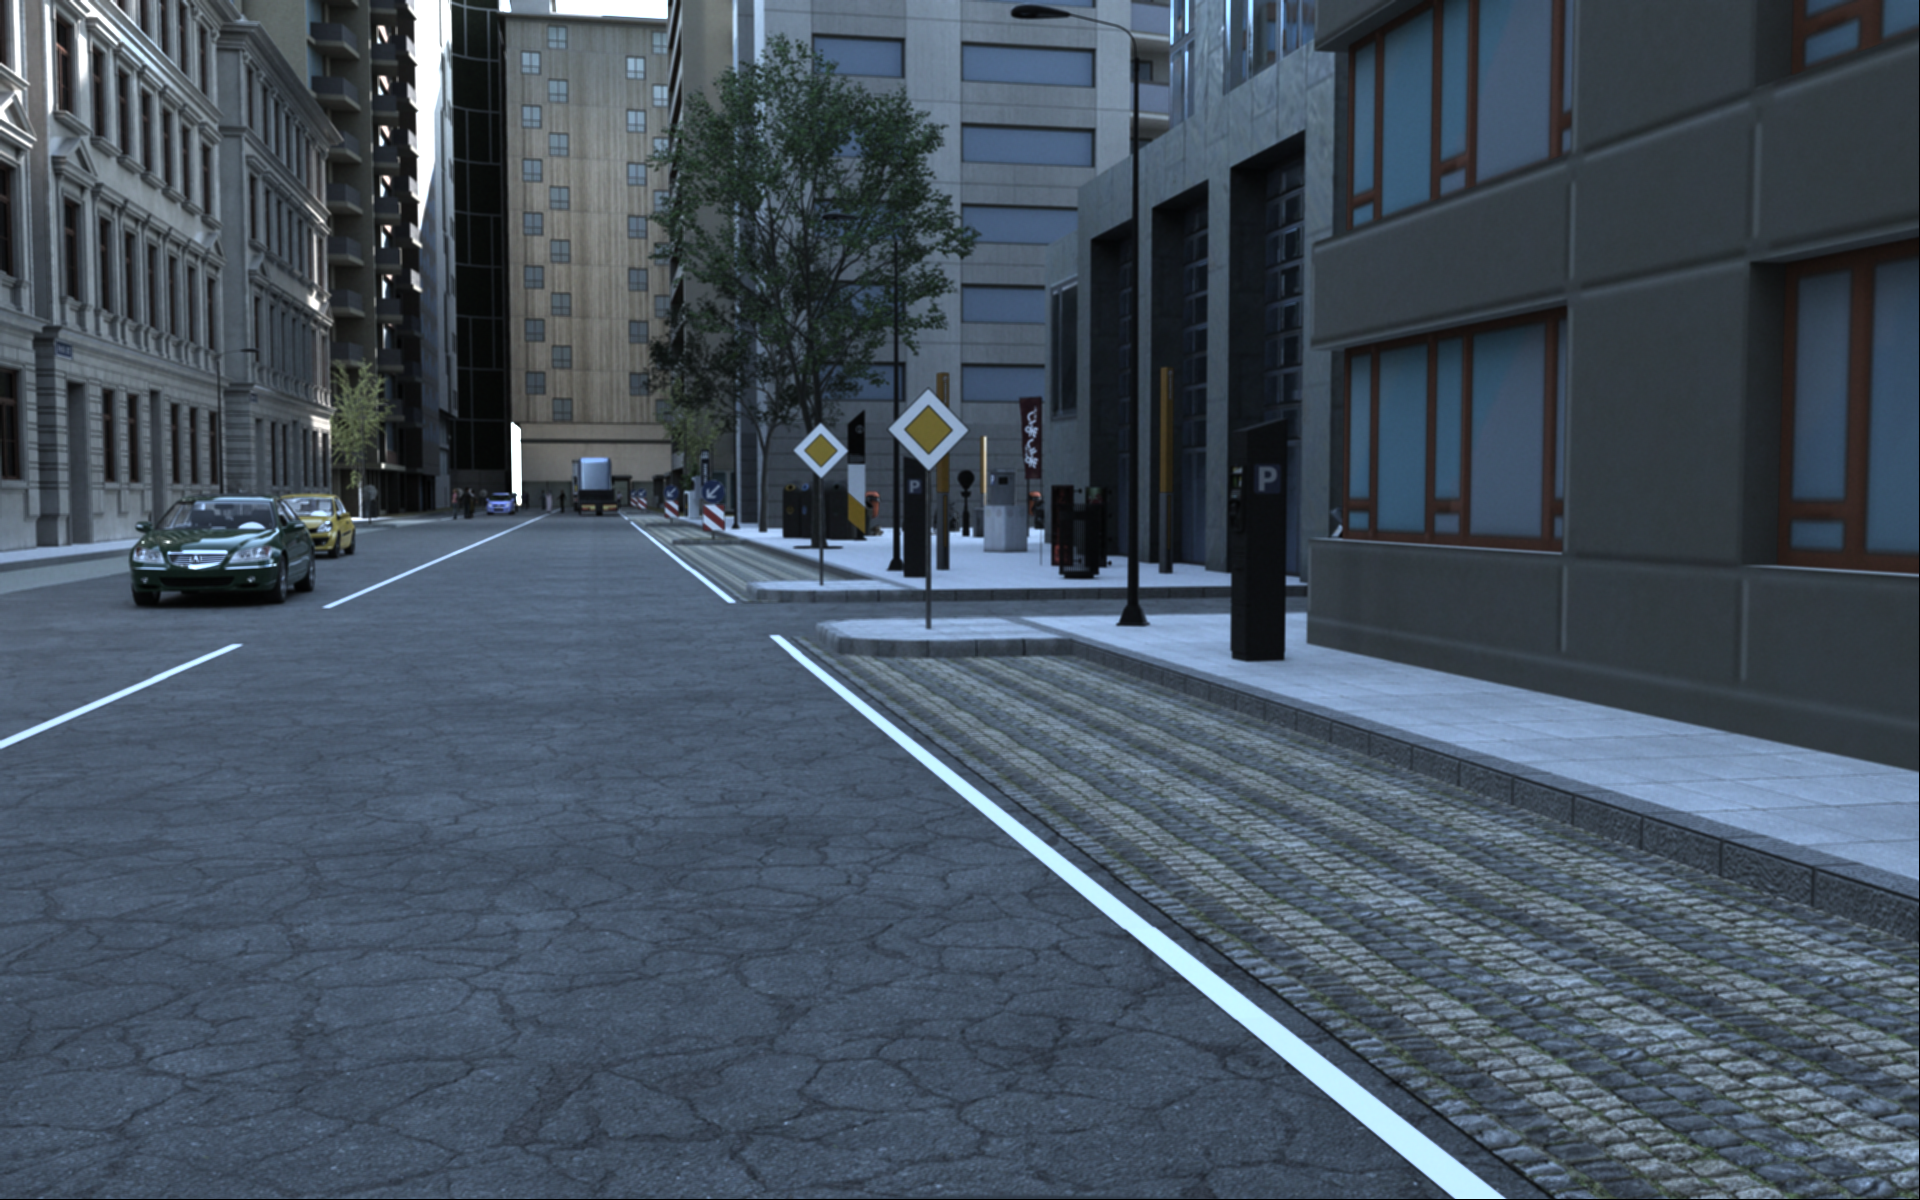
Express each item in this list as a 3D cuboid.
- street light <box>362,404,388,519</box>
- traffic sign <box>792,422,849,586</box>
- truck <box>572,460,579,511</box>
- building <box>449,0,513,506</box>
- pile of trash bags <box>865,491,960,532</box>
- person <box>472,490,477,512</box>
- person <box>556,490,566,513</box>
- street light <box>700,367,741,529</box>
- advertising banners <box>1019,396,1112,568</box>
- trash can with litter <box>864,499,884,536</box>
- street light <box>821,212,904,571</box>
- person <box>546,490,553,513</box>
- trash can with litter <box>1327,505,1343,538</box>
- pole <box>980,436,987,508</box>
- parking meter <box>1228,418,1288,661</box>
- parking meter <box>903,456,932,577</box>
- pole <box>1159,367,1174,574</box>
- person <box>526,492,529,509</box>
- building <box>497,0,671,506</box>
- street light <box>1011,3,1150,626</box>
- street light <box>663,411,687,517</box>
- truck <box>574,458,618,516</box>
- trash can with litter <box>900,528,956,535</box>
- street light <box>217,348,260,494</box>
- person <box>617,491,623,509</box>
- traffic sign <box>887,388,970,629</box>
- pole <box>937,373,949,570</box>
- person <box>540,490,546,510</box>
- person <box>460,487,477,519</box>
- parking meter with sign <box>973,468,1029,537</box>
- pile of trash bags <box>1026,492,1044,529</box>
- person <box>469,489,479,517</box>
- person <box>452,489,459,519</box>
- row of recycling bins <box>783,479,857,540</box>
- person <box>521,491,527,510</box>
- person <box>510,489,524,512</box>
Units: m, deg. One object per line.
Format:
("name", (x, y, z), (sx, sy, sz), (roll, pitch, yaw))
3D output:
("street light", (-30.199, -7.148, 89.412), (1.470, 5.913, 1.316), (-1, 4, -12))
("traffic sign", (-1.947, -1.260, 24.245), (0.795, 2.450, 0.064), (-1, 4, -12))
("truck", (-31.676, -9.706, 147.602), (2.839, 4.237, 11.283), (-1, 4, -12))
("building", (-58.863, -45.564, 183.222), (20.611, 71.187, 20.563), (-1, 4, -12))
("pile of trash bags", (-1.663, -3.055, 59.704), (3.447, 1.369, 1.912), (0, 4, 6))
("person", (-36.593, -7.418, 130.486), (0.721, 1.736, 1.217), (-3, 4, -36))
("person", (-30.526, -7.557, 132.584), (0.721, 1.766, 1.217), (1, 4, 19))
("street light", (-8.786, -5.563, 63.499), (1.470, 5.913, 1.316), (-1, 4, -12))
("advertising banners", (1.845, -2.115, 30.767), (2.074, 3.025, 0.090), (3, 5, 42))
("trash can with litter", (-2.854, -2.554, 53.150), (0.624, 1.170, 1.055), (2, 4, 35))
("street light", (-1.594, -3.441, 28.810), (1.470, 5.913, 1.316), (-1, 4, -12))
("person", (-30.643, -7.348, 129.311), (0.551, 1.740, 0.621), (0, 4, -2))
("trash can with litter", (4.173, -0.366, 17.371), (0.624, 1.170, 1.055), (-2, 4, -27))
("pole", (0.829, -4.119, 61.183), (0.158, 3.312, 0.155), (0, 3, 0))
("parking meter", (2.295, -0.468, 13.369), (0.399, 1.863, 0.255), (-1, 4, -17))
("parking meter", (-0.657, -1.286, 26.735), (0.399, 1.863, 0.255), (1, 4, 13))
("pole", (3.334, -2.086, 27.953), (0.158, 3.312, 0.155), (0, 3, 0))
("person", (-42.812, -9.867, 171.293), (0.415, 1.643, 0.593), (-1, 4, -17))
("building", (-36.144, -36.904, 192.618), (27.495, 52.752, 28.713), (-1, 4, -12))
("street light", (1.165, -2.700, 16.690), (1.470, 5.913, 1.316), (-1, 4, -12))
("street light", (-15.991, -7.647, 97.565), (1.470, 5.913, 1.316), (-1, 4, -12))
("truck", (-25.645, -8.098, 122.153), (2.967, 4.110, 18.799), (-1, 4, -13))
("trash can with litter", (-1.145, -2.689, 55.017), (1.678, 1.210, 2.233), (-1, 4, -14))
("street light", (-23.013, -5.058, 55.234), (1.470, 5.913, 1.316), (-1, 4, -12))
("person", (-32.014, -9.358, 162.433), (0.756, 1.711, 0.436), (3, 5, 43))
("traffic sign", (-0.303, -0.782, 16.431), (0.795, 2.450, 0.064), (-1, 4, -12))
("pole", (-0.289, -2.166, 29.252), (0.158, 3.312, 0.155), (0, 3, 0))
("person", (-38.600, -9.282, 160.347), (0.705, 1.814, 1.350), (-2, 4, -34))
("person", (-28.666, -5.645, 100.825), (1.348, 1.821, 0.705), (2, 4, 29))
("parking meter with sign", (1.263, -3.386, 51.622), (1.738, 3.016, 0.543), (-1, 4, -19))
("pile of trash bags", (3.461, -3.320, 64.034), (1.912, 1.369, 3.447), (-2, 4, -29))
("person", (-30.052, -5.955, 106.597), (0.721, 1.736, 1.217), (1, 4, 22))
("person", (-28.773, -5.451, 98.348), (0.721, 1.743, 1.217), (-1, 4, -14))
("row of recycling bins", (-3.990, -2.618, 49.920), (1.069, 1.692, 3.534), (-2, 4, -35))
("person", (-39.109, -8.934, 155.483), (0.541, 1.710, 0.530), (0, 4, -8))
("person", (-35.879, -8.026, 139.718), (1.348, 1.826, 0.705), (-2, 4, -35))
